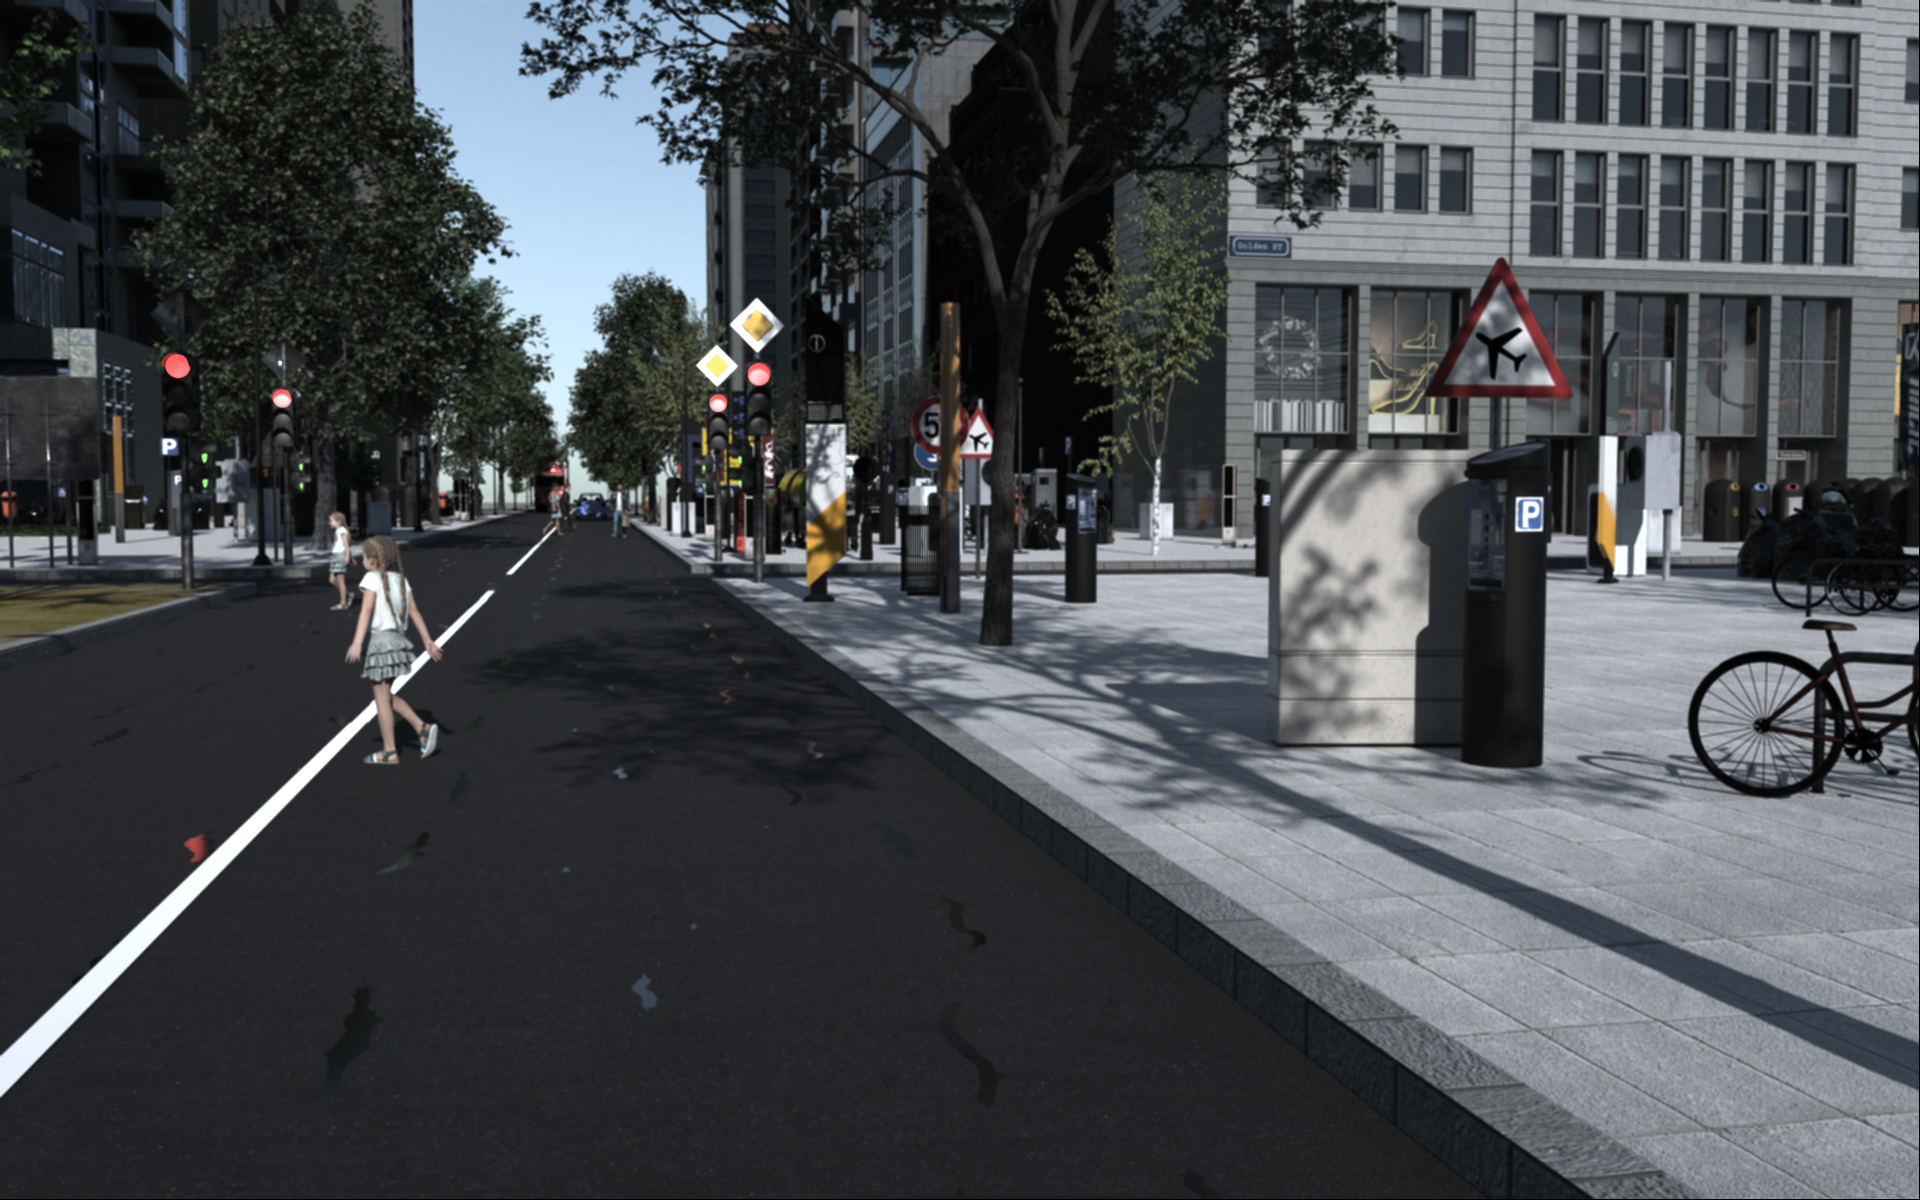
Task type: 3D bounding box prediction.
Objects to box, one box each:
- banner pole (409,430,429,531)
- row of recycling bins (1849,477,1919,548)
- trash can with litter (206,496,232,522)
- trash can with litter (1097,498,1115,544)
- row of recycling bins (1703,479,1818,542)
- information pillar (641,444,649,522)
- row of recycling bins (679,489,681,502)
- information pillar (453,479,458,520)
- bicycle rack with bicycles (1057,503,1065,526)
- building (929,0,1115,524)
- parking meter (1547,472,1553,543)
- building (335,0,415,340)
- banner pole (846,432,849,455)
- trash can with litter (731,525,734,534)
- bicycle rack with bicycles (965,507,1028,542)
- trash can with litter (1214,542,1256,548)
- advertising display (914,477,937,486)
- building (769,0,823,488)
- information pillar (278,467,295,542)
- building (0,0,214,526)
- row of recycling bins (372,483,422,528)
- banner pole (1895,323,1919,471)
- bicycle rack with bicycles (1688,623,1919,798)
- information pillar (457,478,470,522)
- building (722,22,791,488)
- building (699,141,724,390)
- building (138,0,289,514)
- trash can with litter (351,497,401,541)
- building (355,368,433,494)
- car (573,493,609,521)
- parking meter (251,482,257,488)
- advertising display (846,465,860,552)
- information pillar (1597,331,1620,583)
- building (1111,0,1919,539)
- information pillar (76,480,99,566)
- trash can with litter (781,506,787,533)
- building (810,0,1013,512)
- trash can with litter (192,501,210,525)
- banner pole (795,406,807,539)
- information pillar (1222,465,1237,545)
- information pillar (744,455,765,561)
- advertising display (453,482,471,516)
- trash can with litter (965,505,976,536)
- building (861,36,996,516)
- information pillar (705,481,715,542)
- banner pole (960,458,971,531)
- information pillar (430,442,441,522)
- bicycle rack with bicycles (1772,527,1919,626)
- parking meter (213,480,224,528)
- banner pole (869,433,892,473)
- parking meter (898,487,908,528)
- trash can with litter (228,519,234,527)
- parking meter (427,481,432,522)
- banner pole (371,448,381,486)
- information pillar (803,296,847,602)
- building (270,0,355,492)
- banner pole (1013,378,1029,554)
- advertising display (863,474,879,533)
[{"bbox_3d":[-19.076,-4.349,61.116,0.401,3.779,0.863,2,4,34],"label":"banner pole"},{"bbox_3d":[23.018,-2.199,43.070,1.069,1.692,3.534,-1,4,-9],"label":"row of recycling bins"},{"bbox_3d":[-34.723,-4.234,80.288,1.678,1.210,2.233,-2,4,-25],"label":"trash can with litter"},{"bbox_3d":[3.614,-2.032,44.618,0.624,1.170,1.055,1,4,21],"label":"trash can with litter"},{"bbox_3d":[21.707,-2.403,46.407,3.534,1.692,1.069,0,4,-1],"label":"row of recycling bins"},{"bbox_3d":[-14.718,-5.471,80.813,0.183,3.616,0.504,-2,4,-33],"label":"information pillar"},{"bbox_3d":[-15.809,-5.928,104.042,1.069,1.692,3.534,1,4,16],"label":"row of recycling bins"},{"bbox_3d":[-24.628,-4.923,84.975,0.304,2.012,0.304,0,4,7],"label":"information pillar"},{"bbox_3d":[3.830,-3.406,69.077,2.925,0.926,2.852,-1,4,-18],"label":"bicycle rack with bicycles"},{"bbox_3d":[6.077,-15.503,83.144,12.332,23.373,15.834,-1,4,-12],"label":"building"},{"bbox_3d":[15.327,-2.433,45.494,0.399,1.863,0.255,-2,4,-28],"label":"parking meter"},{"bbox_3d":[-81.367,-48.526,231.649,20.563,71.187,20.611,-1,4,-12],"label":"building"},{"bbox_3d":[-4.147,-4.376,61.570,0.401,3.779,0.863,-2,4,-32],"label":"banner pole"},{"bbox_3d":[-7.687,-2.720,55.853,1.055,1.170,0.624,0,4,-5],"label":"trash can with litter"},{"bbox_3d":[0.170,-2.080,47.395,2.925,0.926,2.852,1,4,23],"label":"bicycle rack with bicycles"},{"bbox_3d":[7.176,-1.840,41.135,2.233,1.210,1.678,1,4,14],"label":"trash can with litter"},{"bbox_3d":[-1.288,-3.639,64.710,0.974,1.923,0.123,3,4,36],"label":"advertising display"},{"bbox_3d":[-6.609,-44.114,159.522,20.563,71.187,20.611,-1,4,-12],"label":"building"},{"bbox_3d":[-18.111,-2.575,46.592,0.304,2.012,0.304,0,4,-4],"label":"information pillar"},{"bbox_3d":[-47.787,-46.811,78.032,22.319,86.520,31.000,-1,4,-12],"label":"building"},{"bbox_3d":[-22.411,-3.628,66.434,3.534,1.692,1.069,0,4,3],"label":"row of recycling bins"},{"bbox_3d":[12.367,-1.965,22.144,0.401,3.779,0.863,-2,4,-27],"label":"banner pole"},{"bbox_3d":[4.961,0.372,7.305,2.925,0.926,2.852,3,5,42],"label":"bicycle rack with bicycles"},{"bbox_3d":[-22.550,-4.551,78.905,0.304,2.012,0.304,1,4,12],"label":"information pillar"},{"bbox_3d":[-20.292,-41.812,225.624,21.231,58.520,28.212,-1,4,-12],"label":"building"},{"bbox_3d":[-22.757,-40.670,254.189,28.713,52.752,27.495,-1,4,-12],"label":"building"},{"bbox_3d":[-59.148,-31.924,111.203,28.713,52.752,27.495,-1,4,-12],"label":"building"},{"bbox_3d":[-16.663,-2.281,48.355,1.678,1.210,2.233,-2,4,-31],"label":"trash can with litter"},{"bbox_3d":[-79.148,-22.222,208.373,27.650,21.520,28.899,-1,4,-12],"label":"building"},{"bbox_3d":[-20.272,-5.238,95.229,1.945,1.707,3.694,-1,4,-12],"label":"car"},{"bbox_3d":[-34.323,-4.790,84.027,0.399,1.863,0.255,1,4,20],"label":"parking meter"},{"bbox_3d":[-2.658,-2.044,38.634,0.974,1.923,0.123,2,4,35],"label":"advertising display"},{"bbox_3d":[9.310,-2.049,24.856,0.183,3.616,0.504,3,5,41],"label":"information pillar"},{"bbox_3d":[20.833,-17.084,56.815,29.804,29.767,11.434,-1,4,-12],"label":"building"},{"bbox_3d":[-15.650,-1.624,31.041,0.304,2.012,0.304,-1,4,-21],"label":"information pillar"},{"bbox_3d":[-6.352,-2.871,58.001,2.233,1.210,1.678,1,4,10],"label":"trash can with litter"},{"bbox_3d":[0.390,-31.539,135.263,23.786,49.044,30.456,-1,4,-12],"label":"building"},{"bbox_3d":[-30.279,-3.489,68.433,0.624,1.170,1.055,2,4,35],"label":"trash can with litter"},{"bbox_3d":[-4.378,-3.634,49.426,0.401,3.779,0.863,-3,5,-39],"label":"banner pole"},{"bbox_3d":[6.742,-2.374,43.308,0.304,2.012,0.304,1,4,20],"label":"information pillar"},{"bbox_3d":[-3.918,-1.748,33.070,0.304,2.012,0.304,1,4,19],"label":"information pillar"},{"bbox_3d":[-26.461,-5.318,92.162,0.974,1.923,0.123,-2,4,-32],"label":"advertising display"},{"bbox_3d":[0.421,-2.589,53.380,1.678,1.210,2.233,-1,4,-18],"label":"trash can with litter"},{"bbox_3d":[1.790,-17.297,100.832,12.078,24.808,19.932,-1,4,-12],"label":"building"},{"bbox_3d":[-6.693,-2.566,46.439,0.304,2.012,0.304,0,4,-8],"label":"information pillar"},{"bbox_3d":[0.129,-4.264,59.736,0.863,3.779,0.401,0,4,1],"label":"banner pole"},{"bbox_3d":[-23.651,-5.298,77.971,0.183,3.616,0.504,1,4,21],"label":"information pillar"},{"bbox_3d":[10.079,-0.301,18.297,2.925,0.926,2.852,3,5,45],"label":"bicycle rack with bicycles"},{"bbox_3d":[-28.134,-3.670,65.723,0.399,1.863,0.255,3,5,42],"label":"parking meter"},{"bbox_3d":[-3.164,-4.930,70.626,0.863,3.779,0.401,-1,4,-11],"label":"banner pole"},{"bbox_3d":[-2.122,-3.451,64.842,0.372,1.533,0.369,0,3,0],"label":"parking meter"},{"bbox_3d":[-28.087,-3.454,67.860,0.624,1.170,1.055,2,4,29],"label":"trash can with litter"},{"bbox_3d":[-24.344,-4.526,79.715,0.255,1.863,0.399,0,4,-2],"label":"parking meter"},{"bbox_3d":[-28.182,-5.692,83.073,0.863,3.779,0.401,-1,4,-15],"label":"banner pole"},{"bbox_3d":[-1.602,-1.785,20.538,0.504,3.616,0.183,1,4,9],"label":"information pillar"},{"bbox_3d":[-60.170,-30.450,147.974,14.600,45.320,14.200,-1,4,-12],"label":"building"},{"bbox_3d":[1.122,-2.905,37.520,0.863,3.779,0.401,3,5,42],"label":"banner pole"},{"bbox_3d":[-2.757,-3.152,56.751,0.974,1.923,0.123,3,4,36],"label":"advertising display"}]
